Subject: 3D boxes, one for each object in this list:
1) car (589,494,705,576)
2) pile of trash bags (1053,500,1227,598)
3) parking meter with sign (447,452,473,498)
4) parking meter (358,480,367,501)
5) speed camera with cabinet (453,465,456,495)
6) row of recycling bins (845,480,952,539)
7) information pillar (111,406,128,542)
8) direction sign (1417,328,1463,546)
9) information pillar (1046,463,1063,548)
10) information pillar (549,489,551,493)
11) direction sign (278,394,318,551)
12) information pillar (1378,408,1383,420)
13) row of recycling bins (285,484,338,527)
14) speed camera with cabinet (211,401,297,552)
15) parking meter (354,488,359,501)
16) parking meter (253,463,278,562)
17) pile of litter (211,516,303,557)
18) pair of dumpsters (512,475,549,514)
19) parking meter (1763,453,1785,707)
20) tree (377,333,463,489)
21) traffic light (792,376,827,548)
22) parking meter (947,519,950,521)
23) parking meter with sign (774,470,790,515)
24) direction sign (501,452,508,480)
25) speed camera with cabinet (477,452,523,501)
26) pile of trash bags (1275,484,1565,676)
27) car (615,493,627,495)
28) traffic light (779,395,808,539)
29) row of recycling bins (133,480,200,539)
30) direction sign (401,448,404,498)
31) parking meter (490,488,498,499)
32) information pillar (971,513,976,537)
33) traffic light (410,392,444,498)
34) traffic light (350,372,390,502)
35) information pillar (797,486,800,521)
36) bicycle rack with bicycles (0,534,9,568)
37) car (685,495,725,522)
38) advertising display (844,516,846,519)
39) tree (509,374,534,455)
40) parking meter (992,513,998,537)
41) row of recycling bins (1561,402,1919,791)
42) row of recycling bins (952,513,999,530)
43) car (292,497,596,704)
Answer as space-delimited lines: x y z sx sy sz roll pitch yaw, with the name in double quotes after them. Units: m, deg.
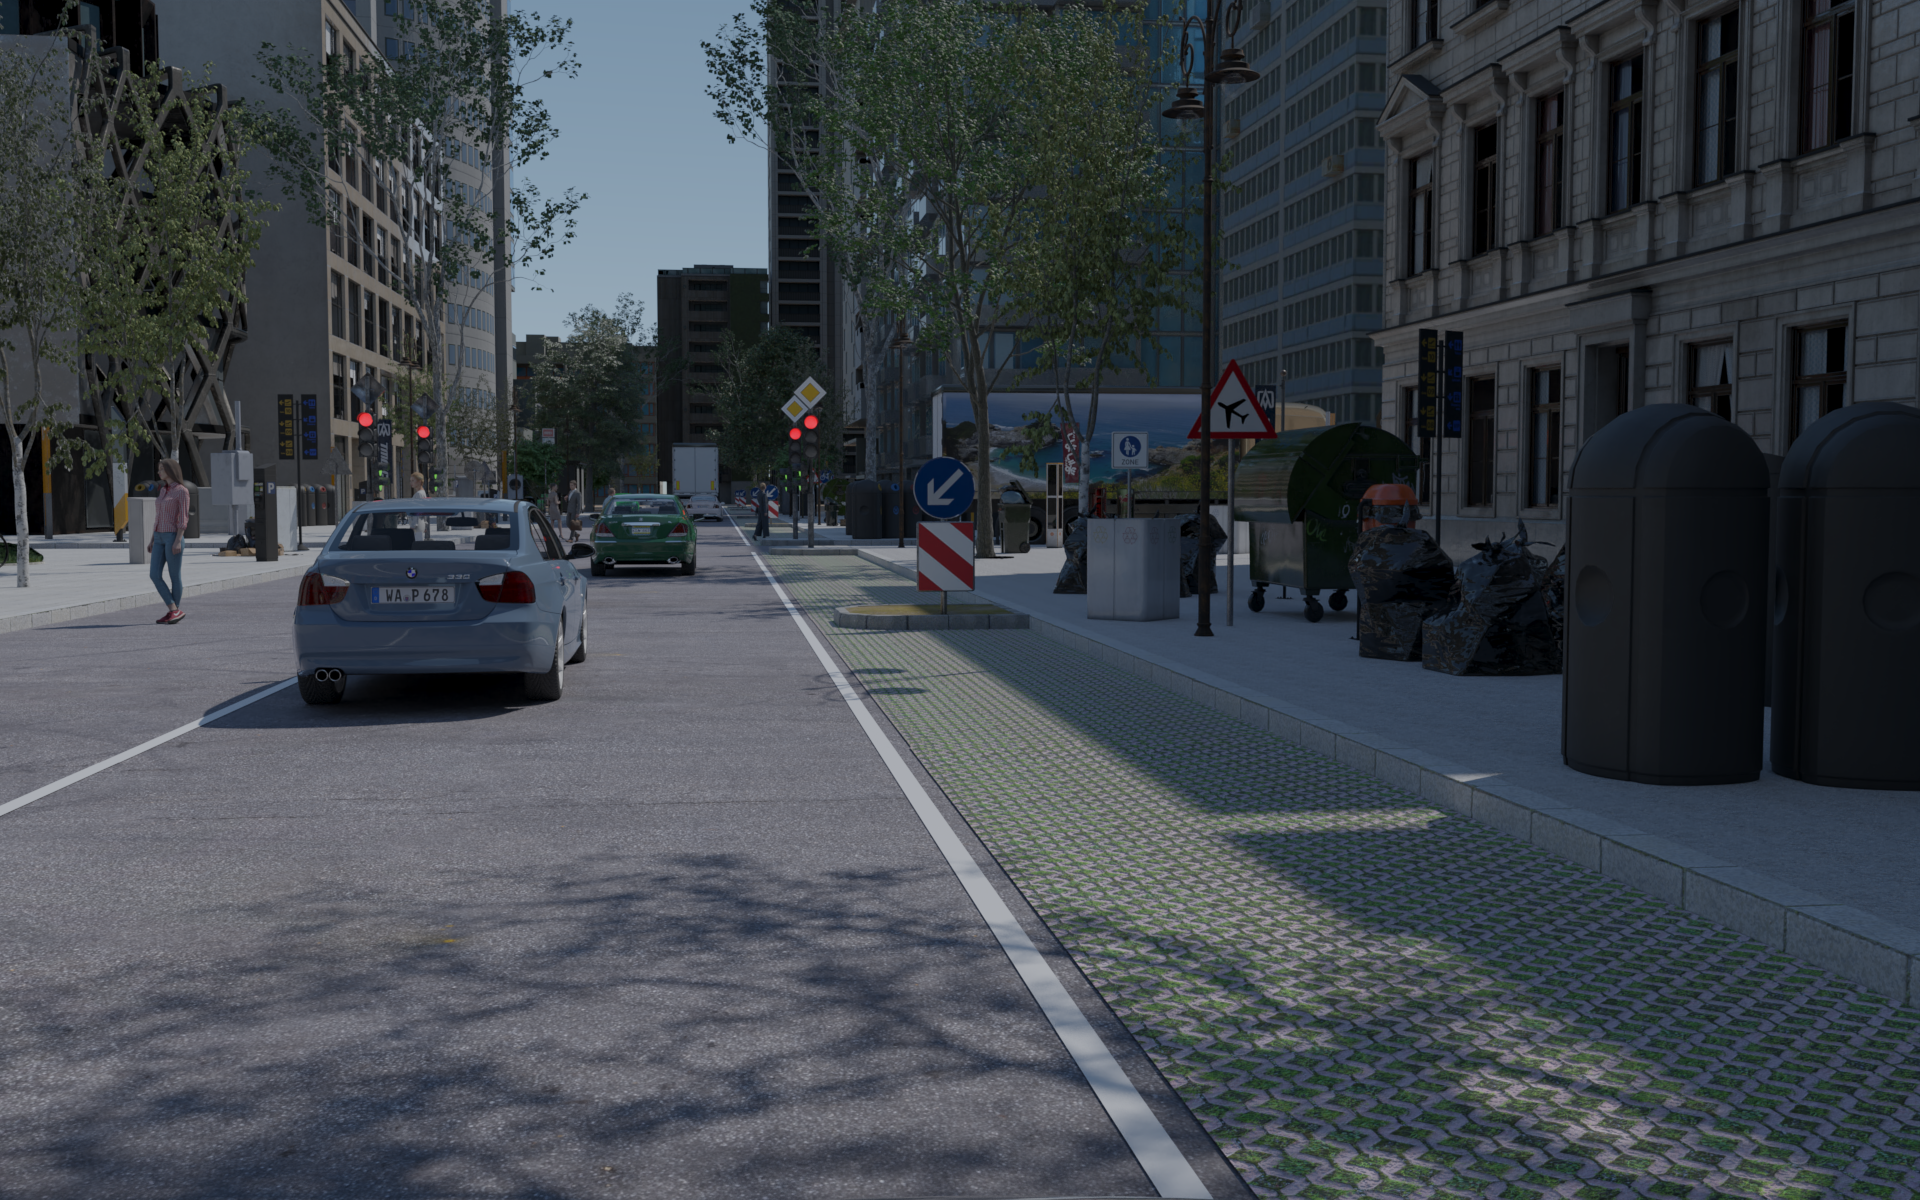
-5.763 -1.223 31.796 2.131 1.459 4.920 -1 4 -8 "car"
2.806 -0.748 21.987 3.447 1.369 1.912 3 5 44 "pile of trash bags"
-20.559 -4.630 71.969 1.738 3.016 0.543 -3 4 -37 "parking meter with sign"
-25.100 -4.111 72.933 0.399 1.863 0.255 0 4 2 "parking meter"
-33.705 -7.453 116.194 0.660 3.252 2.038 -1 4 -14 "speed camera with cabinet"
-1.835 -2.642 50.313 1.069 1.692 3.534 3 5 39 "row of recycling bins"
-22.427 -3.356 46.225 0.504 3.616 0.183 2 4 29 "information pillar"
6.637 -1.956 23.985 0.876 3.537 0.379 -2 4 -34 "direction sign"
2.242 -2.235 41.036 0.304 2.012 0.304 2 4 27 "information pillar"
-27.413 -7.630 116.105 0.504 3.616 0.183 1 4 17 "information pillar"
-15.013 -2.895 39.333 0.876 3.537 0.379 0 4 0 "direction sign"
10.538 -3.175 43.258 0.183 3.616 0.504 -1 4 -15 "information pillar"
-26.086 -3.817 69.520 1.069 1.692 3.534 0 4 6 "row of recycling bins"
-15.324 -2.647 37.609 0.660 3.252 2.038 1 4 18 "speed camera with cabinet"
-26.268 -4.115 75.685 0.372 1.533 0.369 0 3 0 "parking meter"
-13.200 -1.664 32.923 0.255 1.863 0.399 1 4 18 "parking meter"
-14.594 -1.348 36.003 1.719 0.858 1.176 -1 4 -9 "pile of litter"
-21.117 -5.039 84.878 1.574 2.255 4.437 0 4 -8 "pair of dumpsters"
5.003 -0.128 10.502 0.372 1.533 0.369 0 3 0 "parking meter"
-24.480 -7.854 78.771 4.737 8.622 4.395 0 3 0 "tree"
-3.585 -3.205 41.322 0.839 4.253 0.868 0 4 -8 "traffic light"
-0.526 -3.182 60.433 0.372 1.533 0.369 0 3 0 "parking meter"
-10.602 -6.763 106.833 1.738 3.016 0.543 0 4 -3 "parking meter with sign"
-24.789 -6.262 94.382 0.379 3.537 0.876 0 4 6 "direction sign"
-21.472 -5.294 80.893 2.038 3.252 0.660 -1 4 -11 "speed camera with cabinet"
4.013 -0.254 13.900 1.912 1.369 3.447 -1 4 -11 "pile of trash bags"
-21.116 -6.129 109.003 1.959 1.807 4.718 -1 4 -10 "car"
-4.707 -3.689 49.228 0.839 4.253 0.868 0 4 -8 "traffic light"
-23.300 -2.678 50.898 1.069 1.692 3.534 -3 5 -43 "row of recycling bins"
-27.469 -5.708 85.325 0.379 3.537 0.876 -1 4 -12 "direction sign"
-20.584 -4.160 76.431 0.372 1.533 0.369 0 3 0 "parking meter"
0.367 -3.679 51.506 0.183 3.616 0.504 0 4 0 "information pillar"
-14.716 -3.601 47.797 0.839 4.253 0.868 0 4 -8 "traffic light"
-13.594 -3.117 39.891 0.839 4.253 0.868 0 4 -8 "traffic light"
-7.924 -4.865 84.038 0.304 2.012 0.304 0 4 -7 "information pillar"
-17.157 -0.926 28.530 2.852 0.926 2.925 2 4 31 "bicycle rack with bicycles"
-13.306 -4.759 90.173 2.083 1.381 4.827 0 4 -6 "car"
-5.611 -4.898 85.288 0.123 1.923 0.974 -1 4 -13 "advertising display"
-28.057 -9.496 105.615 4.360 8.622 3.978 0 3 0 "tree"
0.978 -2.800 51.495 0.399 1.863 0.255 0 4 1 "parking meter"
4.590 -0.043 7.809 3.534 1.692 1.069 0 4 5 "row of recycling bins"
-0.006 -3.341 61.735 3.534 1.692 1.069 -2 4 -23 "row of recycling bins"
-3.825 -0.073 13.194 2.014 1.417 4.499 -1 4 -9 "car"
